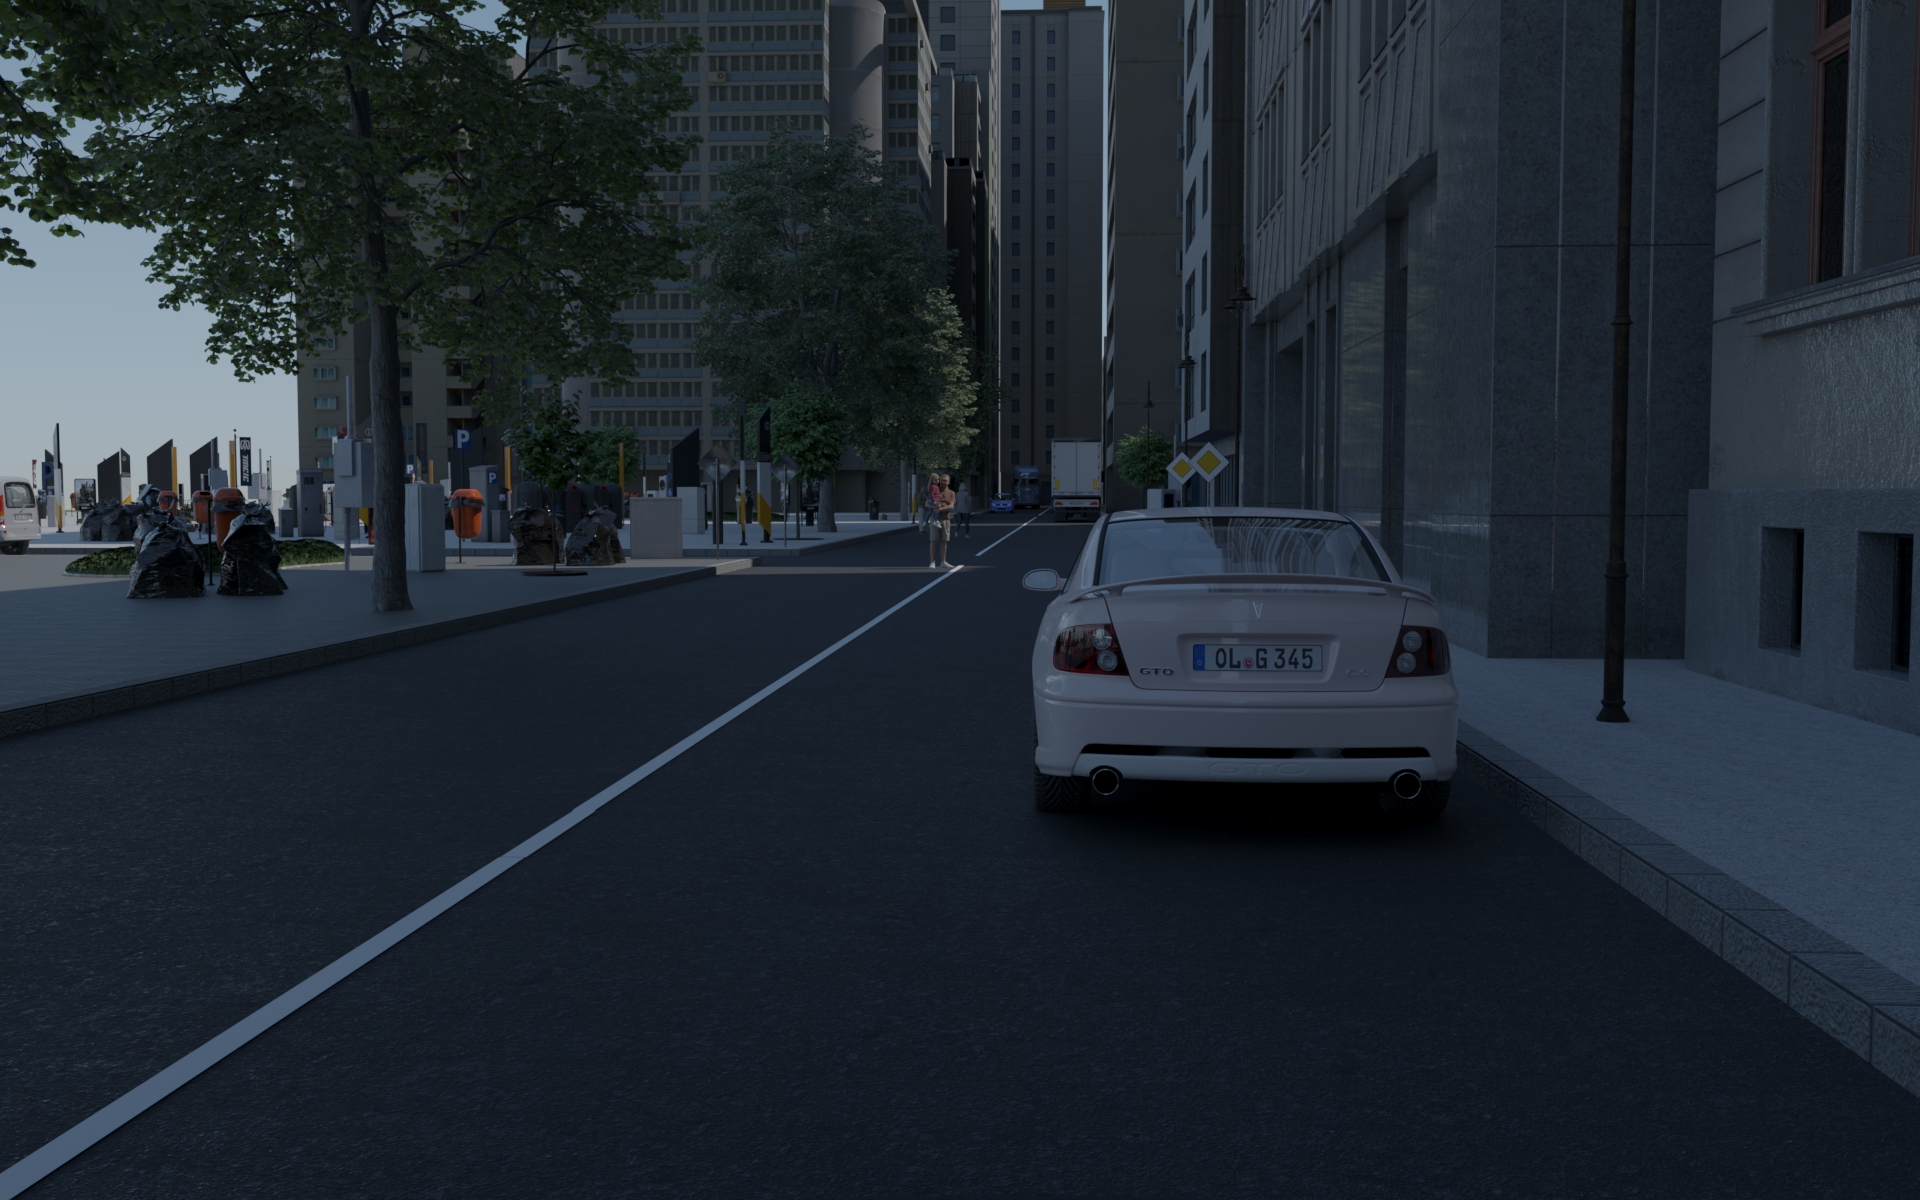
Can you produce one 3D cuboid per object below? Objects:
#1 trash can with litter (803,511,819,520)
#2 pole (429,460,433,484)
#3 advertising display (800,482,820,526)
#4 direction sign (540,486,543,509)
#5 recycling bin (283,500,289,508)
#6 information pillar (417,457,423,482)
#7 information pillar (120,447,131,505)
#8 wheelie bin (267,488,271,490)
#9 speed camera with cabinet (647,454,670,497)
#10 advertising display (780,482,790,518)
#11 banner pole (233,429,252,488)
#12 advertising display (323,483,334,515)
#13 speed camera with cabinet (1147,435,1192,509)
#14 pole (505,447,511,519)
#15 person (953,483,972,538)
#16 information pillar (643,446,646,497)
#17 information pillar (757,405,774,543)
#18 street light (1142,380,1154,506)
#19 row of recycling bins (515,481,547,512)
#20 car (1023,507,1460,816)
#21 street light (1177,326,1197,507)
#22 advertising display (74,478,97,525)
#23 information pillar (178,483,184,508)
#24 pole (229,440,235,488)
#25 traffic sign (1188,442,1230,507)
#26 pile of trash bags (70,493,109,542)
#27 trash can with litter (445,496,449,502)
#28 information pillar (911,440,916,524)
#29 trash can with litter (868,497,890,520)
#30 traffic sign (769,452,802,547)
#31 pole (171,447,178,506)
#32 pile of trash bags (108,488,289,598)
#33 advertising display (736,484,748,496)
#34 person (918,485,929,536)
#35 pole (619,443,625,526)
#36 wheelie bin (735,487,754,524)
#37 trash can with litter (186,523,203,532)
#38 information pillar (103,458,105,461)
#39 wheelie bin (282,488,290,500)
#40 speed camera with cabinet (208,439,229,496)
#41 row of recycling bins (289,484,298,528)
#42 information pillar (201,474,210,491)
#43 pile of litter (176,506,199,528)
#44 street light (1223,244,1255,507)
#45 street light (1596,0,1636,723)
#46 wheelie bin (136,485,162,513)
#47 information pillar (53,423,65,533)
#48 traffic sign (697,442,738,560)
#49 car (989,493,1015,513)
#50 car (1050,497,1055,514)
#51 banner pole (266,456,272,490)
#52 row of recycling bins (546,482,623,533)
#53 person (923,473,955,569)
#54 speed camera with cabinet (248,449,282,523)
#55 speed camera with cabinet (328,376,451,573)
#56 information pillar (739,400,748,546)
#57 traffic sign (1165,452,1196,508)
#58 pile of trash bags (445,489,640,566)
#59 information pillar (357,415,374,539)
[{"bbox_3d":[-7.521,-4.709,88.051,1.678,1.210,2.233,2,4,34],"label":"trash can with litter"},{"bbox_3d":[-31.998,-6.789,104.840,0.158,3.312,0.155,0,3,0],"label":"pole"},{"bbox_3d":[-5.969,-3.890,68.815,0.123,1.923,0.974,3,5,43],"label":"advertising display"},{"bbox_3d":[-10.455,-3.134,43.235,0.379,3.537,0.876,0,4,-8],"label":"direction sign"},{"bbox_3d":[-30.345,-4.056,78.866,0.722,1.027,0.722,0,4,-6],"label":"recycling bin"},{"bbox_3d":[-34.042,-7.206,109.179,0.504,3.616,0.183,3,5,40],"label":"information pillar"},{"bbox_3d":[-41.895,-5.849,86.985,0.183,3.616,0.504,2,4,31],"label":"information pillar"},{"bbox_3d":[-34.670,-4.818,86.683,0.693,1.594,0.980,1,4,12],"label":"wheelie bin"},{"bbox_3d":[-14.884,-5.615,86.149,0.660,3.252,2.038,-3,4,-37],"label":"speed camera with cabinet"},{"bbox_3d":[-9.463,-5.419,93.822,0.123,1.923,0.974,-2,4,-31],"label":"advertising display"},{"bbox_3d":[-27.580,-4.679,66.525,0.401,3.779,0.863,3,5,41],"label":"banner pole"},{"bbox_3d":[-37.535,-5.985,103.068,0.123,1.923,0.974,2,4,33],"label":"advertising display"},{"bbox_3d":[6.964,-3.858,57.407,0.660,3.252,2.038,3,4,36],"label":"speed camera with cabinet"},{"bbox_3d":[-19.491,-4.941,74.634,0.158,3.312,0.155,0,3,0],"label":"pole"},{"bbox_3d":[0.028,-2.898,56.070,0.709,1.800,0.728,2,4,35],"label":"person"},{"bbox_3d":[-15.225,-5.645,83.650,0.183,3.616,0.504,0,4,-4],"label":"information pillar"},{"bbox_3d":[-5.128,-3.306,45.407,0.183,3.616,0.504,2,4,32],"label":"information pillar"},{"bbox_3d":[7.649,-5.969,70.376,0.468,5.910,1.993,0,4,4],"label":"street light"},{"bbox_3d":[-16.003,-3.683,67.329,1.069,1.692,3.534,-3,4,-38],"label":"row of recycling bins"},{"bbox_3d":[1.350,0.197,9.141,2.083,1.381,4.827,0,4,4],"label":"car"},{"bbox_3d":[6.243,-4.587,47.789,0.468,5.910,1.993,0,4,4],"label":"street light"},{"bbox_3d":[-36.267,-4.075,71.834,0.974,1.923,0.123,1,4,14],"label":"advertising display"},{"bbox_3d":[-53.663,-7.025,119.342,0.304,2.012,0.304,-1,4,-12],"label":"information pillar"},{"bbox_3d":[-27.687,-4.408,65.919,0.158,3.312,0.155,0,3,0],"label":"pole"},{"bbox_3d":[4.749,-1.803,33.125,0.795,2.450,0.064,0,4,4],"label":"traffic sign"},{"bbox_3d":[-22.394,-2.339,47.991,1.912,1.369,3.447,3,5,44],"label":"pile of trash bags"},{"bbox_3d":[-20.022,-3.404,66.718,1.678,1.210,2.233,0,4,-3],"label":"trash can with litter"},{"bbox_3d":[-1.983,-5.089,74.564,0.183,3.616,0.504,-1,4,-11],"label":"information pillar"},{"bbox_3d":[-4.001,-4.533,85.496,1.055,1.170,0.624,0,4,-1],"label":"trash can with litter"},{"bbox_3d":[-4.210,-2.329,41.723,0.795,2.450,0.064,0,4,4],"label":"traffic sign"},{"bbox_3d":[-33.793,-4.937,74.561,0.158,3.312,0.155,0,3,0],"label":"pole"},{"bbox_3d":[-9.902,-0.811,23.016,1.912,1.369,3.447,-1,4,-16],"label":"pile of trash bags"},{"bbox_3d":[-13.350,-6.169,106.080,0.974,1.923,0.123,3,5,44],"label":"advertising display"},{"bbox_3d":[-1.248,-3.106,59.825,0.362,1.759,0.519,1,4,21],"label":"person"},{"bbox_3d":[-13.468,-4.595,68.976,0.158,3.312,0.155,0,3,0],"label":"pole"},{"bbox_3d":[-9.372,-4.132,75.465,0.693,1.594,0.980,-2,4,-30],"label":"wheelie bin"},{"bbox_3d":[-25.755,-2.888,58.603,1.055,1.170,0.624,-3,5,-40],"label":"trash can with litter"},{"bbox_3d":[-55.223,-7.380,112.014,0.504,3.616,0.183,3,5,41],"label":"information pillar"},{"bbox_3d":[-36.318,-5.274,94.138,0.980,1.594,0.693,-2,4,-26],"label":"wheelie bin"},{"bbox_3d":[-26.319,-4.117,61.651,0.660,3.252,2.038,-2,4,-27],"label":"speed camera with cabinet"},{"bbox_3d":[-25.595,-3.701,67.625,1.069,1.692,3.534,-1,4,-18],"label":"row of recycling bins"},{"bbox_3d":[-27.665,-3.616,63.615,0.304,2.012,0.304,-2,4,-35],"label":"information pillar"},{"bbox_3d":[-29.290,-3.135,65.225,1.719,0.858,1.176,2,4,31],"label":"pile of litter"},{"bbox_3d":[5.173,-3.638,32.261,0.468,5.910,1.993,0,4,4],"label":"street light"},{"bbox_3d":[3.693,-2.253,9.620,0.468,5.910,1.993,0,4,4],"label":"street light"},{"bbox_3d":[-26.781,-3.019,57.264,0.693,1.594,0.980,-3,5,-40],"label":"wheelie bin"},{"bbox_3d":[-29.781,-4.025,57.161,0.183,3.616,0.504,-3,5,-41],"label":"information pillar"},{"bbox_3d":[-4.724,-1.842,33.754,0.795,2.450,0.064,0,4,4],"label":"traffic sign"},{"bbox_3d":[3.180,-7.328,129.397,1.945,1.707,3.694,0,4,4],"label":"car"},{"bbox_3d":[7.627,-7.106,128.192,2.014,1.417,4.499,0,4,3],"label":"car"},{"bbox_3d":[-45.135,-7.536,113.225,0.401,3.779,0.863,0,4,3],"label":"banner pole"},{"bbox_3d":[-13.352,-3.384,62.440,1.069,1.692,3.534,1,4,20],"label":"row of recycling bins"},{"bbox_3d":[-0.423,-1.526,33.429,0.573,1.828,0.580,2,4,33],"label":"person"},{"bbox_3d":[-30.479,-4.990,75.921,0.660,3.252,2.038,0,4,5],"label":"speed camera with cabinet"},{"bbox_3d":[-9.515,-2.112,28.870,2.038,3.252,0.660,2,4,30],"label":"speed camera with cabinet"},{"bbox_3d":[-5.399,-3.163,43.063,0.183,3.616,0.504,0,4,-3],"label":"information pillar"},{"bbox_3d":[5.264,-2.291,41.093,0.795,2.450,0.064,0,4,4],"label":"traffic sign"},{"bbox_3d":[-7.819,-1.351,31.844,3.447,1.369,1.912,1,4,15],"label":"pile of trash bags"},{"bbox_3d":[-17.093,-3.585,49.971,0.504,3.616,0.183,0,4,-5],"label":"information pillar"}]
